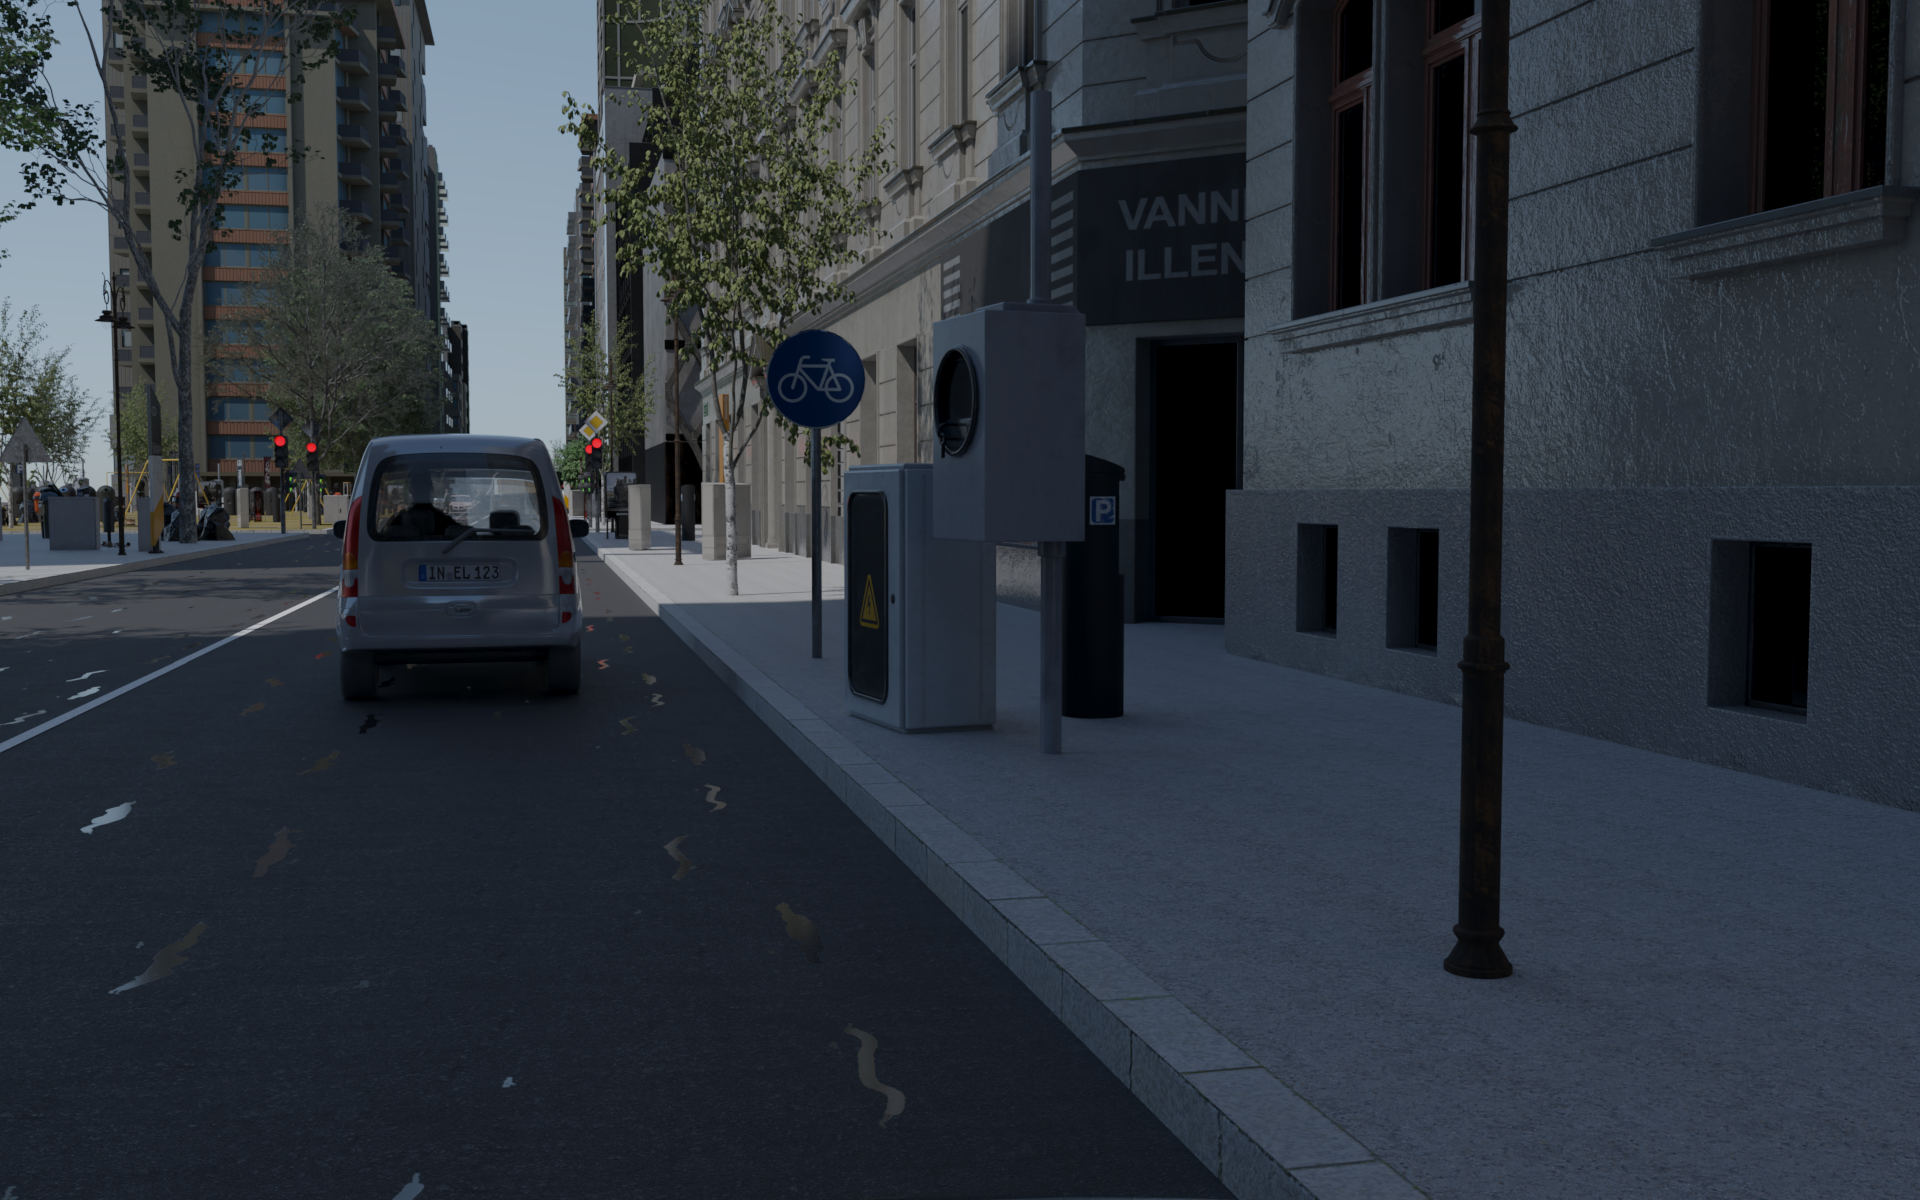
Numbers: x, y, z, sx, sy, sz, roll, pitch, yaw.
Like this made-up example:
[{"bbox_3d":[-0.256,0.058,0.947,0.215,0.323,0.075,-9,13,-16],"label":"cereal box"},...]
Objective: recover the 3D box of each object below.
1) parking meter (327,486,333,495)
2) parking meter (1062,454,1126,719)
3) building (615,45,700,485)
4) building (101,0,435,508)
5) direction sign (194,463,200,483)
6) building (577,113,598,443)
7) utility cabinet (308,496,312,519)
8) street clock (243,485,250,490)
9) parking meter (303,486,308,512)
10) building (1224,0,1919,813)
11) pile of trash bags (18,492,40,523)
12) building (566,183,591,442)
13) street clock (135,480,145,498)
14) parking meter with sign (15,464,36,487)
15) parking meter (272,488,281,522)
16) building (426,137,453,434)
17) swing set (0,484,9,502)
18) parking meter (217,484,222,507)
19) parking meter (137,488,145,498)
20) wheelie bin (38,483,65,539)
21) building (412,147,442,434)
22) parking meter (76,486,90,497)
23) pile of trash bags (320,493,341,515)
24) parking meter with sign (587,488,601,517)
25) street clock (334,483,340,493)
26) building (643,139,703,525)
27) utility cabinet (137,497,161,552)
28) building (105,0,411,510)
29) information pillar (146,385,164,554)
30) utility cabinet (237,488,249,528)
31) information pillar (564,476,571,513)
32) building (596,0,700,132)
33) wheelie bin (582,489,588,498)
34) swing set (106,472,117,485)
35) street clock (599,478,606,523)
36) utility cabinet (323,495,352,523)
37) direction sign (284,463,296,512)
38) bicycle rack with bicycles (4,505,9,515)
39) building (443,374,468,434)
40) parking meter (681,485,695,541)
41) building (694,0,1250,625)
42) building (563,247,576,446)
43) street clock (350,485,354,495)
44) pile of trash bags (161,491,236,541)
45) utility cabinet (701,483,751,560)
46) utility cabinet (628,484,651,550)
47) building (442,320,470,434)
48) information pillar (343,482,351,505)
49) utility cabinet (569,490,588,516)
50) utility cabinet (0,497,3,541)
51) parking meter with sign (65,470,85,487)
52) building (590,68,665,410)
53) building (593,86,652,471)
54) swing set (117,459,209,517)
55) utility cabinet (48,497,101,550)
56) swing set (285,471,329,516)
[{"bbox_3d":[-48.048,-7.731,132.118,0.255,1.863,0.399,3,4,38],"label":"parking meter"},{"bbox_3d":[0.765,-0.098,10.019,0.372,1.533,0.369,0,3,0],"label":"parking meter"},{"bbox_3d":[-12.148,-16.203,94.604,12.332,23.373,15.834,-1,4,-14],"label":"building"},{"bbox_3d":[-67.974,-35.768,174.038,28.713,52.752,27.495,-1,4,-14],"label":"building"},{"bbox_3d":[-56.407,-8.295,127.616,0.876,3.537,0.379,1,4,9],"label":"direction sign"},{"bbox_3d":[-32.413,-33.323,199.451,22.147,44.769,28.867,-1,4,-14],"label":"building"},{"bbox_3d":[-33.109,-4.730,88.494,0.306,1.237,1.020,-1,4,-15],"label":"utility cabinet"},{"bbox_3d":[-54.683,-7.844,132.822,0.471,2.002,0.358,1,4,12],"label":"street clock"},{"bbox_3d":[-45.661,-7.040,120.807,0.255,1.863,0.399,-2,4,-34],"label":"parking meter"},{"bbox_3d":[10.808,-13.236,3.801,14.401,28.519,23.554,-1,4,-14],"label":"building"},{"bbox_3d":[-40.872,-4.111,76.975,1.912,1.369,3.447,-2,4,-27],"label":"pile of trash bags"},{"bbox_3d":[-49.062,-39.628,267.530,23.786,49.044,30.456,-1,4,-14],"label":"building"},{"bbox_3d":[-41.039,-5.024,86.713,0.471,2.002,0.358,2,4,24],"label":"street clock"},{"bbox_3d":[-54.209,-6.399,100.883,1.738,3.016,0.543,2,4,29],"label":"parking meter with sign"},{"bbox_3d":[-30.944,-4.284,78.453,0.372,1.533,0.369,0,3,0],"label":"parking meter"},{"bbox_3d":[-79.797,-37.384,230.833,23.786,49.044,30.456,-1,4,-14],"label":"building"},{"bbox_3d":[-64.686,-7.239,115.971,2.862,2.851,3.119,-1,4,-21],"label":"swing set"},{"bbox_3d":[-41.048,-5.511,95.810,0.255,1.863,0.399,1,4,16],"label":"parking meter"},{"bbox_3d":[-54.174,-6.660,114.607,0.399,1.863,0.255,1,4,9],"label":"parking meter"},{"bbox_3d":[-26.275,-2.583,50.135,0.693,1.594,0.980,-3,5,-41],"label":"wheelie bin"},{"bbox_3d":[-66.715,-31.390,196.821,14.154,41.232,14.086,-1,4,-14],"label":"building"},{"bbox_3d":[-26.921,-2.740,53.210,0.372,1.533,0.369,0,3,0],"label":"parking meter"},{"bbox_3d":[-38.415,-5.883,105.937,1.912,1.369,3.447,-2,4,-34],"label":"pile of trash bags"},{"bbox_3d":[-20.475,-6.167,97.096,1.738,3.016,0.543,3,5,44],"label":"parking meter with sign"},{"bbox_3d":[-42.105,-6.885,117.140,0.358,2.002,0.471,0,4,5],"label":"street clock"},{"bbox_3d":[-5.385,-12.920,78.697,16.811,18.784,16.820,-1,4,-14],"label":"building"},{"bbox_3d":[-18.295,-1.707,39.064,0.306,1.237,1.020,-1,4,-14],"label":"utility cabinet"},{"bbox_3d":[-58.888,-30.147,147.522,22.147,44.769,28.867,-1,4,-14],"label":"building"},{"bbox_3d":[-17.366,-2.815,37.378,0.183,3.616,0.504,0,4,-1],"label":"information pillar"},{"bbox_3d":[-27.160,-3.480,65.574,0.318,1.500,1.173,-2,4,-28],"label":"utility cabinet"},{"bbox_3d":[-26.197,-7.597,115.570,0.504,3.616,0.183,1,4,21],"label":"information pillar"},{"bbox_3d":[-27.877,-45.020,174.332,20.563,71.187,20.611,-1,4,-14],"label":"building"},{"bbox_3d":[-22.987,-5.981,105.701,0.693,1.594,0.980,1,4,20],"label":"wheelie bin"},{"bbox_3d":[-59.187,-7.710,123.670,3.119,2.851,2.862,-2,4,-27],"label":"swing set"},{"bbox_3d":[-15.682,-4.378,76.152,0.471,2.002,0.358,0,4,2],"label":"street clock"},{"bbox_3d":[-27.675,-4.017,76.845,1.020,1.237,0.306,-1,4,-11],"label":"utility cabinet"},{"bbox_3d":[-48.910,-8.214,126.299,0.876,3.537,0.379,-1,4,-9],"label":"direction sign"},{"bbox_3d":[-57.019,-5.650,105.756,2.925,0.926,2.852,0,4,-8],"label":"bicycle rack with bicycles"},{"bbox_3d":[-88.791,-25.378,259.974,27.650,21.520,28.899,-1,4,-14],"label":"building"},{"bbox_3d":[-7.463,-2.394,47.547,0.372,1.533,0.369,0,3,0],"label":"parking meter"},{"bbox_3d":[4.317,-15.935,36.949,17.030,29.872,44.131,-1,4,-14],"label":"building"},{"bbox_3d":[-58.724,-37.012,288.744,14.154,41.232,14.086,-1,4,-14],"label":"building"},{"bbox_3d":[-46.636,-7.856,133.018,0.358,2.002,0.471,1,4,19],"label":"street clock"},{"bbox_3d":[-21.586,-2.371,48.512,1.912,1.369,3.447,-2,4,-33],"label":"pile of trash bags"},{"bbox_3d":[-4.555,-1.542,33.883,0.318,1.500,1.173,2,4,30],"label":"utility cabinet"},{"bbox_3d":[-7.360,-1.901,39.761,0.318,1.500,1.173,0,4,0],"label":"utility cabinet"},{"bbox_3d":[-87.405,-31.219,282.129,14.160,30.474,14.107,-1,4,-14],"label":"building"},{"bbox_3d":[-38.437,-6.370,108.649,0.304,2.012,0.304,1,4,16],"label":"information pillar"},{"bbox_3d":[-21.892,-5.546,99.359,0.318,1.500,1.173,2,4,34],"label":"utility cabinet"},{"bbox_3d":[-26.665,-2.210,47.293,0.306,1.237,1.020,1,4,15],"label":"utility cabinet"},{"bbox_3d":[-63.011,-7.736,122.745,0.543,3.016,1.738,3,5,39],"label":"parking meter with sign"},{"bbox_3d":[-16.851,-28.304,154.647,32.217,40.220,23.993,-1,4,-14],"label":"building"},{"bbox_3d":[-17.040,-17.965,111.742,12.078,24.808,19.932,-1,4,-14],"label":"building"},{"bbox_3d":[-35.536,-4.914,77.963,3.119,2.851,2.862,2,4,32],"label":"swing set"},{"bbox_3d":[-20.290,-1.745,39.692,1.020,1.237,0.306,0,4,-7],"label":"utility cabinet"},{"bbox_3d":[-38.375,-6.392,102.133,2.862,2.851,3.119,0,4,-8],"label":"swing set"}]
